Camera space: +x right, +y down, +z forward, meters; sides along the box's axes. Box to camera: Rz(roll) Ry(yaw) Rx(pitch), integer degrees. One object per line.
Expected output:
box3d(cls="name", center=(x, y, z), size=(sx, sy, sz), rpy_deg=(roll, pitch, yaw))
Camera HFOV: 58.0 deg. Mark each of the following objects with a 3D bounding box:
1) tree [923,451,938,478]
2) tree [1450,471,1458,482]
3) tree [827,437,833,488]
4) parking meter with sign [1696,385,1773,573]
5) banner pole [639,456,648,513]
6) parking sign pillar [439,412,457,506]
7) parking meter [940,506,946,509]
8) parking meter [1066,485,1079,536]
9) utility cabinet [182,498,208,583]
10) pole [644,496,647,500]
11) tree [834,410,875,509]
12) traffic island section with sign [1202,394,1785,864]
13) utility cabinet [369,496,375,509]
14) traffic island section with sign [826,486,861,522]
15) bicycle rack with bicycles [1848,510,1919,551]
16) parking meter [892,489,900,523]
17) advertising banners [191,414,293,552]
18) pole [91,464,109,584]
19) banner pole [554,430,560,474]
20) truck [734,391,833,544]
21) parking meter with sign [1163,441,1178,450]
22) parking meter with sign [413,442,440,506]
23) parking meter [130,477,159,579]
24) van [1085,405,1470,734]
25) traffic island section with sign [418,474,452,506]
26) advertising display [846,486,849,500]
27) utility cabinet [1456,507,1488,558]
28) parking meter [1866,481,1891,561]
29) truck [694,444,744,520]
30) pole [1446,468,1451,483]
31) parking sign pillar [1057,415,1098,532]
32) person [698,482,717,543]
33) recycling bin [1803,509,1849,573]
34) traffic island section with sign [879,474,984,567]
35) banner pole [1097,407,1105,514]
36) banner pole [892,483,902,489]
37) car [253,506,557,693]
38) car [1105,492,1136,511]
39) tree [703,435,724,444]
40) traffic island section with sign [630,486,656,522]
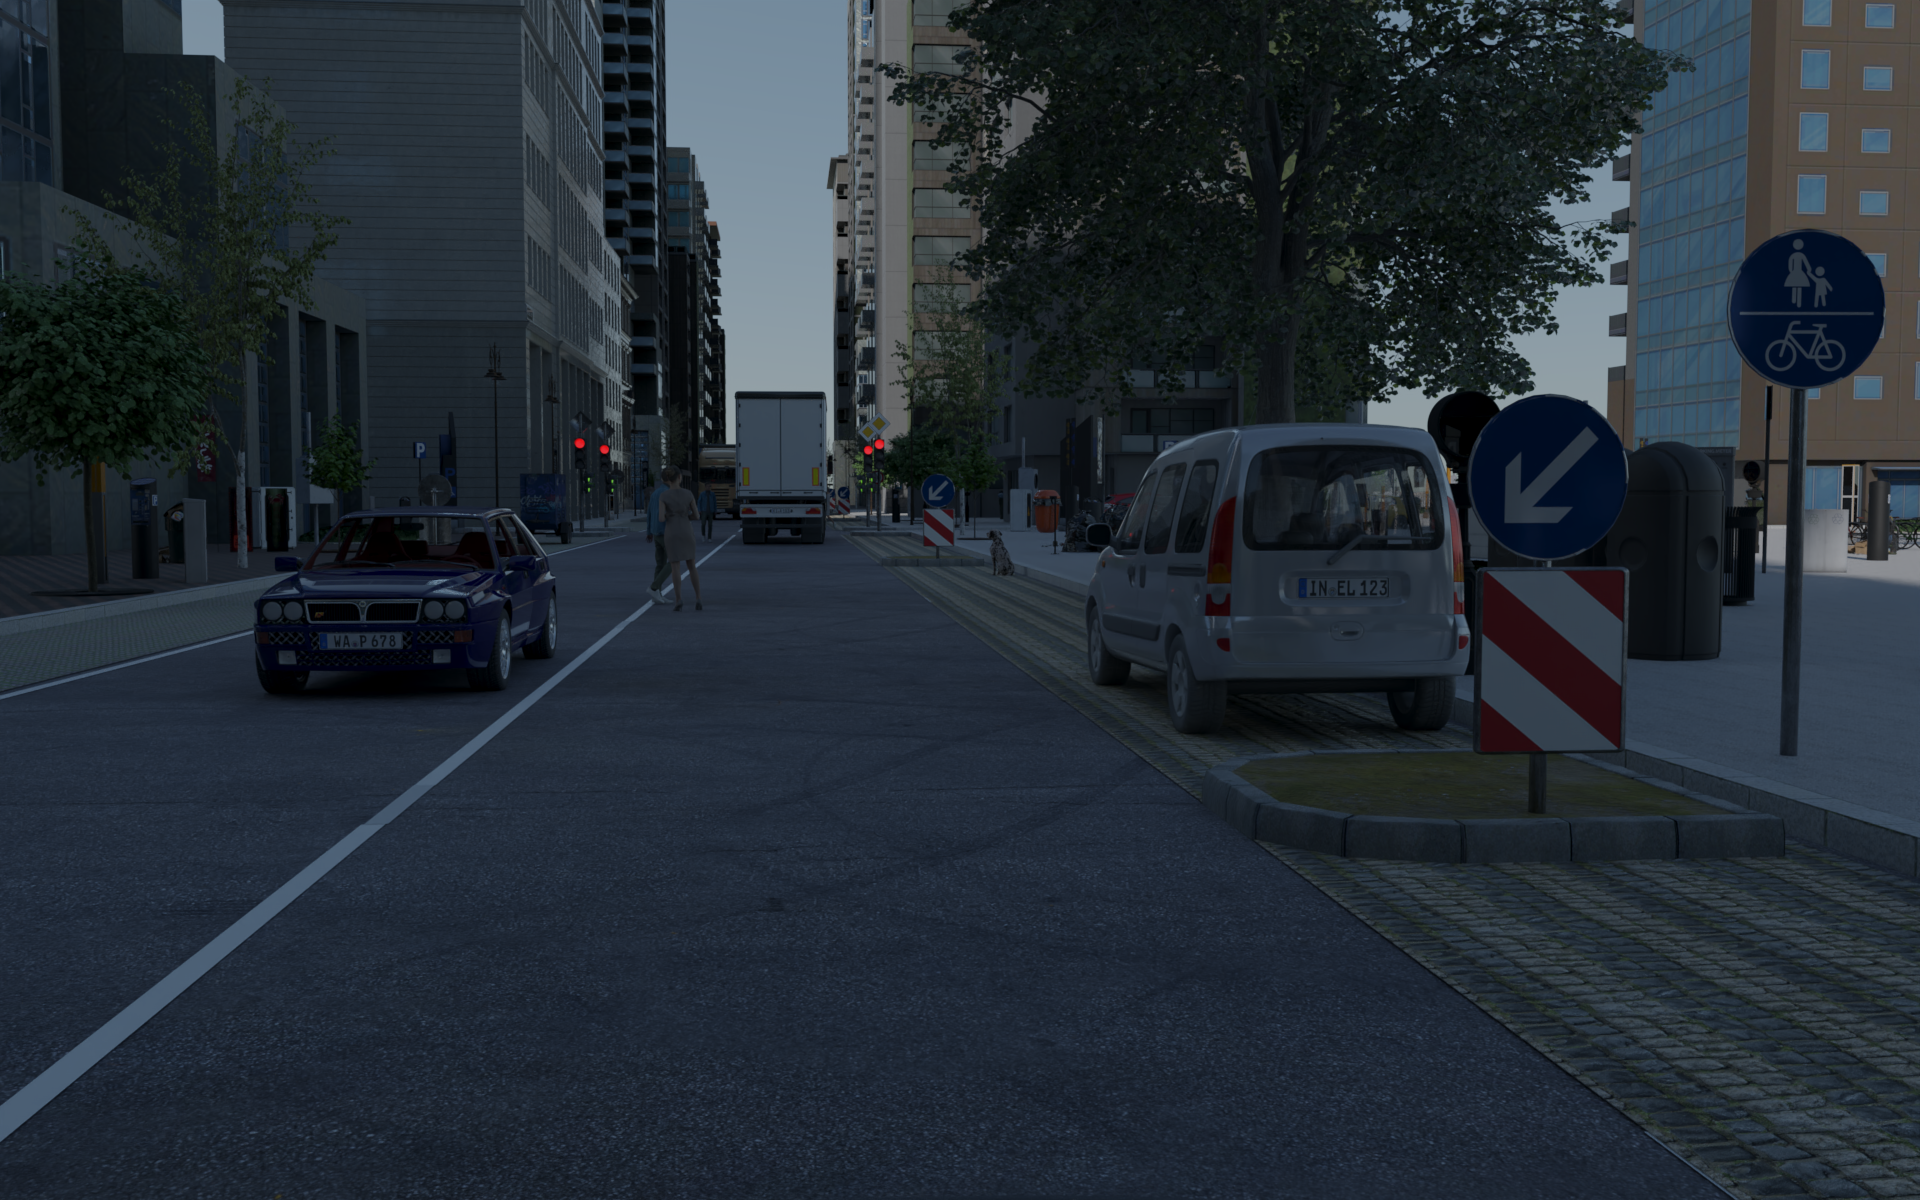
box3d(cls="tree", center=(-0.659, -4.402, 66.573), size=(1.663, 3.219, 1.824), rpy_deg=(0, 3, 0))
box3d(cls="tree", center=(15.365, -3.475, 51.426), size=(1.663, 3.219, 1.824), rpy_deg=(0, 3, 0))
box3d(cls="tree", center=(-16.932, -16.849, 225.838), size=(4.737, 8.622, 4.395), rpy_deg=(0, 3, 0))
box3d(cls="parking meter with sign", center=(12.245, -1.956, 28.248), size=(1.738, 3.016, 0.543), rpy_deg=(1, 4, 23))
box3d(cls="banner pole", center=(-20.972, -7.626, 114.700), size=(0.863, 3.779, 0.401), rpy_deg=(2, 4, 28))
box3d(cls="parking sign pillar", center=(-16.570, -4.138, 56.133), size=(1.447, 3.967, 1.447), rpy_deg=(-1, 4, -20))
box3d(cls="parking meter", center=(-0.744, -3.971, 73.331), size=(0.372, 1.533, 0.369), rpy_deg=(0, 3, 0))
box3d(cls="parking meter", center=(3.191, -2.498, 49.252), size=(0.372, 1.533, 0.369), rpy_deg=(0, 3, 0))
box3d(cls="utility cabinet", center=(-11.228, -0.874, 25.454), size=(0.306, 1.237, 1.020), rpy_deg=(-1, 4, -22))
box3d(cls="pole", center=(-23.220, -8.207, 128.024), size=(0.158, 3.312, 0.155), rpy_deg=(0, 3, 0))
box3d(cls="tree", center=(-8.944, -12.386, 152.874), size=(4.360, 8.622, 3.978), rpy_deg=(0, 3, 0))
box3d(cls="traffic island section with sign", center=(2.153, 0.061, 7.636), size=(1.989, 1.847, 2.006), rpy_deg=(0, 4, -6))
box3d(cls="utility cabinet", center=(-42.755, -7.032, 126.137), size=(0.306, 1.237, 1.020), rpy_deg=(-1, 4, -19))
box3d(cls="traffic island section with sign", center=(-6.179, -4.990, 90.217), size=(1.989, 1.847, 2.006), rpy_deg=(0, 4, -6))
box3d(cls="bicycle rack with bicycles", center=(21.221, -1.635, 40.111), size=(2.852, 0.926, 2.925), rpy_deg=(-3, 5, -42))
box3d(cls="parking meter", center=(-2.861, -4.232, 77.598), size=(0.372, 1.533, 0.369), rpy_deg=(0, 3, 0))
box3d(cls="advertising banners", center=(-15.874, -2.573, 38.259), size=(2.074, 3.025, 0.090), rpy_deg=(-1, 4, -12))
box3d(cls="pole", center=(-12.295, -1.887, 24.690), size=(0.158, 3.312, 0.155), rpy_deg=(0, 3, 0))
box3d(cls="banner pole", center=(-15.896, -4.788, 68.296), size=(0.401, 3.779, 0.863), rpy_deg=(-3, 4, -36))
box3d(cls="truck", center=(-5.290, -3.905, 52.754), size=(2.839, 4.237, 11.283), rpy_deg=(0, 4, -4))
box3d(cls="parking meter with sign", center=(7.412, -3.725, 57.166), size=(0.543, 3.016, 1.738), rpy_deg=(3, 5, 41))
box3d(cls="parking meter with sign", center=(-17.350, -3.765, 57.825), size=(1.738, 3.016, 0.543), rpy_deg=(1, 4, 22))
box3d(cls="parking meter", center=(-12.370, -1.092, 26.271), size=(0.372, 1.533, 0.369), rpy_deg=(0, 3, 0))
box3d(cls="van", center=(1.954, -0.289, 11.739), size=(2.013, 2.044, 4.112), rpy_deg=(0, 4, -6))
box3d(cls="traffic island section with sign", center=(-10.328, -1.548, 33.938), size=(1.989, 1.847, 2.006), rpy_deg=(0, 4, -6))
box3d(cls="advertising display", center=(-8.965, -8.133, 138.184), size=(0.123, 1.923, 0.974), rpy_deg=(-1, 4, -14))
box3d(cls="utility cabinet", center=(10.403, -1.589, 34.665), size=(0.318, 1.500, 1.173), rpy_deg=(-1, 4, -19))
box3d(cls="parking meter", center=(17.715, -1.528, 33.398), size=(0.372, 1.533, 0.369), rpy_deg=(0, 3, 0))
box3d(cls="truck", center=(-13.612, -6.750, 99.271), size=(2.839, 4.237, 11.283), rpy_deg=(0, 4, -6))
box3d(cls="pole", center=(21.775, -5.099, 77.208), size=(0.158, 3.312, 0.155), rpy_deg=(0, 3, 0))
box3d(cls="parking sign pillar", center=(4.076, -4.341, 59.450), size=(1.447, 3.967, 1.447), rpy_deg=(3, 5, 40))
box3d(cls="person", center=(-7.474, -2.592, 51.229), size=(0.601, 1.785, 0.444), rpy_deg=(-1, 4, -16))
box3d(cls="recycling bin", center=(14.186, -0.982, 28.617), size=(0.722, 1.027, 0.722), rpy_deg=(1, 4, 11))
box3d(cls="traffic island section with sign", center=(-0.611, -1.607, 34.905), size=(1.989, 1.847, 2.006), rpy_deg=(0, 4, -6))
box3d(cls="banner pole", center=(4.066, -3.660, 49.853), size=(0.401, 3.779, 0.863), rpy_deg=(1, 4, 21))
box3d(cls="banner pole", center=(-4.233, -7.620, 114.596), size=(0.863, 3.779, 0.401), rpy_deg=(-1, 4, -21))
box3d(cls="car", center=(-4.281, -0.072, 13.761), size=(1.945, 1.354, 3.894), rpy_deg=(0, 4, -5))
box3d(cls="car", center=(7.278, -3.437, 65.232), size=(4.494, 1.783, 2.155), rpy_deg=(0, 4, -6))
box3d(cls="tree", center=(-30.574, -16.227, 215.672), size=(4.360, 8.622, 3.978), rpy_deg=(0, 3, 0))
box3d(cls="traffic island section with sign", center=(-15.883, -4.918, 89.038), size=(1.989, 1.847, 2.006), rpy_deg=(0, 4, -6))
